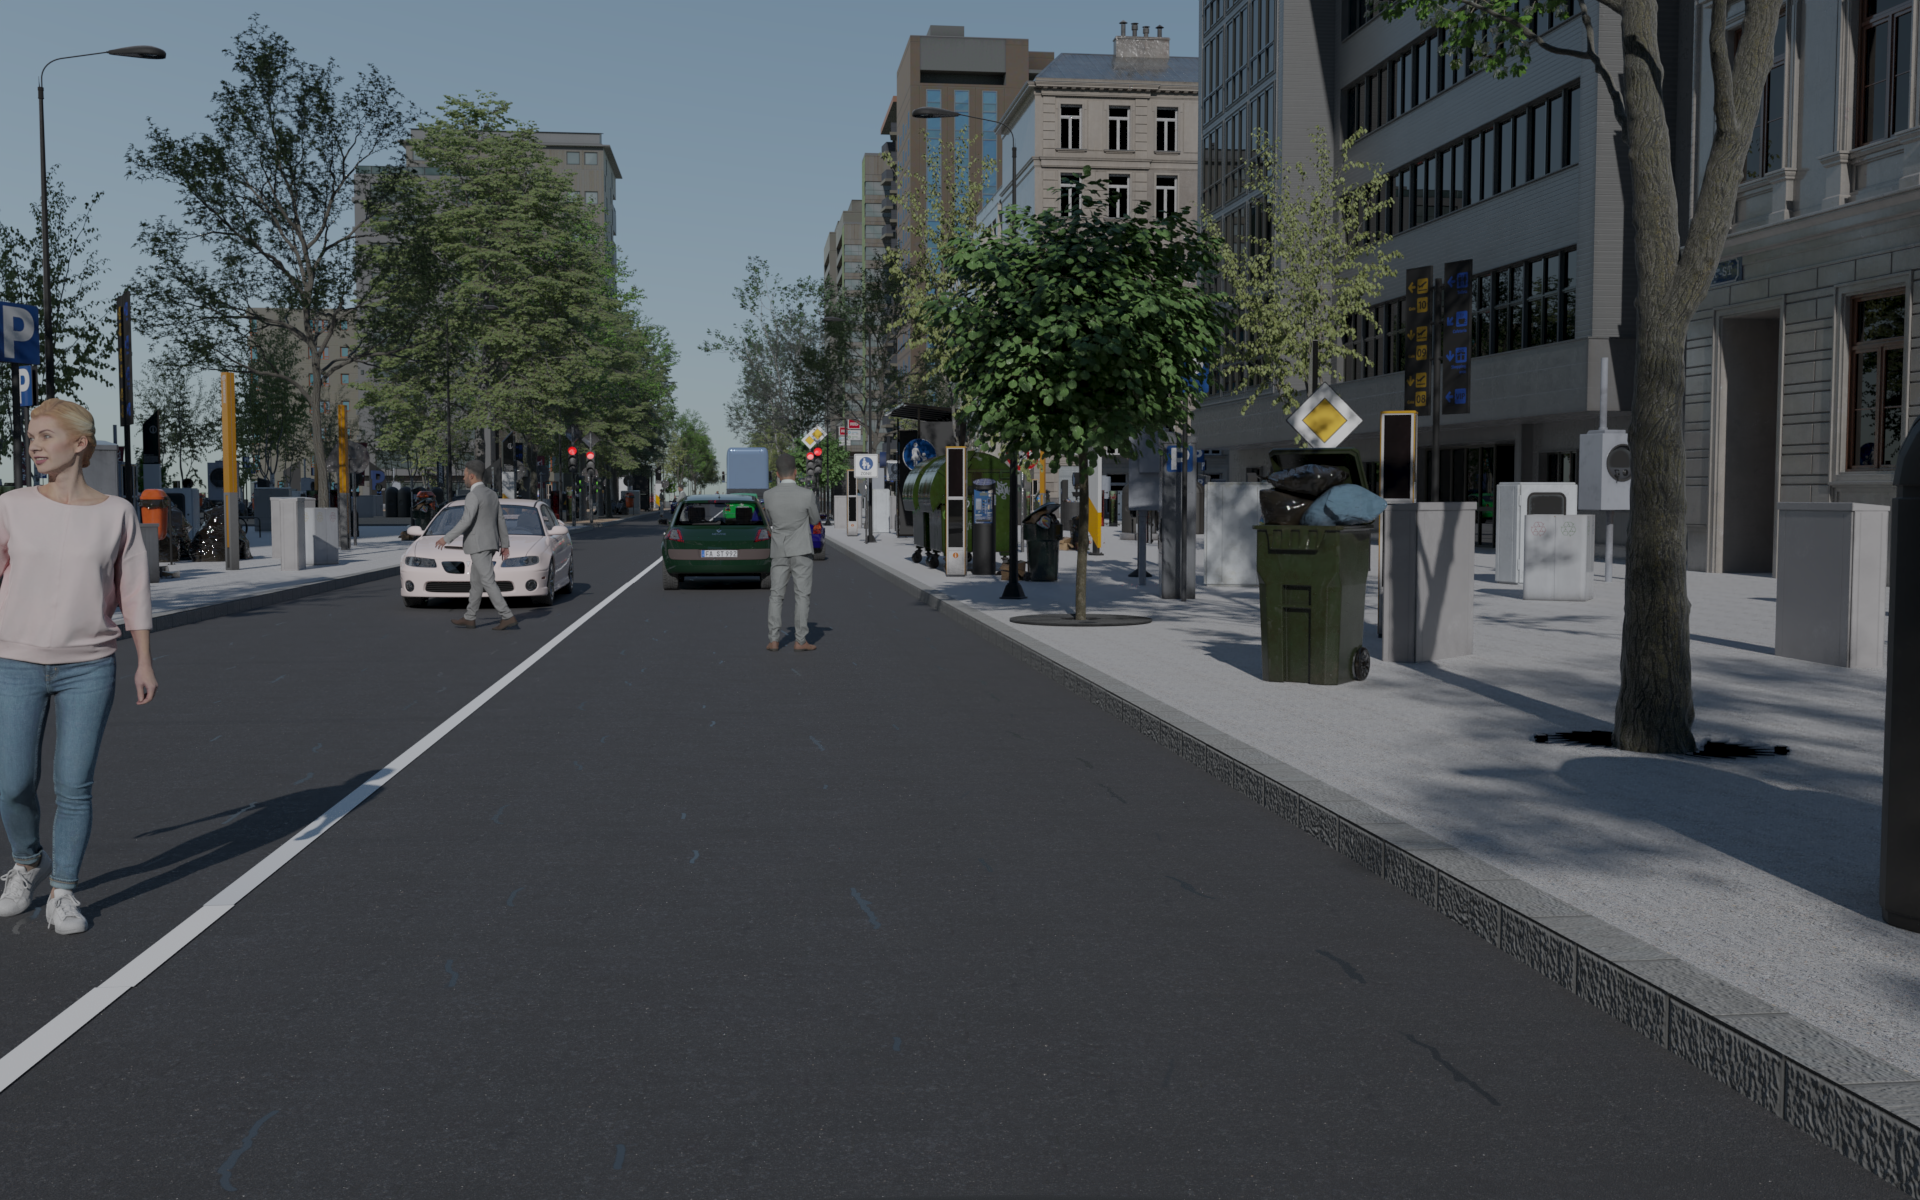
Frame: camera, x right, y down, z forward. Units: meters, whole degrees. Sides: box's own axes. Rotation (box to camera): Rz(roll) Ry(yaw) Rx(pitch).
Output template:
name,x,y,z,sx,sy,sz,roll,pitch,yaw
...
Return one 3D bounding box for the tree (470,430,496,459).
name,x,y,z,sx,sy,sz,roll,pitch,yaw
tree,-34.583,-10.338,119.393,4.360,8.622,3.978,0,3,0

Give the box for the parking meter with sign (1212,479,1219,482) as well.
name,x,y,z,sx,sy,sz,roll,pitch,yaw
parking meter with sign,9.340,-4.296,66.493,0.543,3.016,1.738,2,4,25

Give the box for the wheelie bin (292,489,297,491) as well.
name,x,y,z,sx,sy,sz,roll,pitch,yaw
wheelie bin,-40.175,-5.910,104.542,0.980,1.594,0.693,3,5,41

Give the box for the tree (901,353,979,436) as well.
name,x,y,z,sx,sy,sz,roll,pitch,yaw
tree,-1.042,-8.741,93.271,4.360,8.622,3.978,0,3,0

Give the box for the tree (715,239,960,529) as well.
name,x,y,z,sx,sy,sz,roll,pitch,yaw
tree,-3.125,-7.893,63.467,7.601,10.594,8.767,2,4,31

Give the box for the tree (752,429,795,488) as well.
name,x,y,z,sx,sy,sz,roll,pitch,yaw
tree,-17.220,-13.036,163.504,4.737,8.622,4.395,0,3,0

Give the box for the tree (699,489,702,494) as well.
name,x,y,z,sx,sy,sz,roll,pitch,yaw
tree,-44.808,-21.337,299.225,4.737,8.622,4.395,0,3,0

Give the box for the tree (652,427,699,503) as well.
name,x,y,z,sx,sy,sz,roll,pitch,yaw
tree,-32.059,-14.700,190.710,4.737,8.622,4.395,0,3,0

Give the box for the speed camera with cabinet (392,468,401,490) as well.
name,x,y,z,sx,sy,sz,roll,pitch,yaw
speed camera with cabinet,-42.648,-8.377,131.293,0.660,3.252,2.038,-1,4,-22

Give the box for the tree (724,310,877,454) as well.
name,x,y,z,sx,sy,sz,roll,pitch,yaw
tree,-10.527,-12.555,115.638,12.009,13.543,11.850,0,3,0

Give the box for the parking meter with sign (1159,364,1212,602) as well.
name,x,y,z,sx,sy,sz,roll,pitch,yaw
parking meter with sign,2.713,-1.538,21.405,0.543,3.016,1.738,0,4,3

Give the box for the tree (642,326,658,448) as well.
name,x,y,z,sx,sy,sz,roll,pitch,yaw
tree,-18.797,-10.154,84.147,7.486,12.596,7.792,0,3,0

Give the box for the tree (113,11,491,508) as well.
name,x,y,z,sx,sy,sz,roll,pitch,yaw
tree,-13.040,-6.120,34.468,7.601,10.594,8.767,-1,4,-20

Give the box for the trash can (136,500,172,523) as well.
name,x,y,z,sx,sy,sz,roll,pitch,yaw
trash can,-18.181,-1.680,39.118,0.748,1.137,0.748,0,3,0

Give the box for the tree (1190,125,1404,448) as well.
name,x,y,z,sx,sy,sz,roll,pitch,yaw
tree,6.684,-5.108,33.876,4.737,8.622,4.395,0,3,0

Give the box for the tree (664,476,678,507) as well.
name,x,y,z,sx,sy,sz,roll,pitch,yaw
tree,-28.055,-10.520,166.603,1.663,3.219,1.824,0,3,0

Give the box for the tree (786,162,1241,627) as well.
name,x,y,z,sx,sy,sz,roll,pitch,yaw
tree,1.152,-2.051,17.243,4.285,4.588,4.351,0,3,0

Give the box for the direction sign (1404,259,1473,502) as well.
name,x,y,z,sx,sy,sz,roll,pitch,yaw
direction sign,4.712,-1.538,17.151,0.379,3.537,0.876,-2,4,-29

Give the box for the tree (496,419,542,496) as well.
name,x,y,z,sx,sy,sz,roll,pitch,yaw
tree,-36.990,-11.937,145.531,4.360,8.622,3.978,0,3,0

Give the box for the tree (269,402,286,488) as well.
name,x,y,z,sx,sy,sz,roll,pitch,yaw
tree,-46.224,-10.353,119.641,4.360,8.622,3.978,0,3,0

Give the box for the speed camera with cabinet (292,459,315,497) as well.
name,x,y,z,sx,sy,sz,roll,pitch,yaw
speed camera with cabinet,-36.640,-6.251,96.547,0.660,3.252,2.038,0,4,5

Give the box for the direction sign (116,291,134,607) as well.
name,x,y,z,sx,sy,sz,roll,pitch,yaw
direction sign,-9.485,-1.697,19.738,0.379,3.537,0.876,-2,4,-33

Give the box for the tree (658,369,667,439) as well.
name,x,y,z,sx,sy,sz,roll,pitch,yaw
tree,-20.583,-11.174,100.818,7.486,12.596,7.792,0,3,0

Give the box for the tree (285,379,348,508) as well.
name,x,y,z,sx,sy,sz,roll,pitch,yaw
tree,-39.673,-9.724,109.357,4.360,8.622,3.978,0,3,0

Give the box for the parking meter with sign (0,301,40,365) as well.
name,x,y,z,sx,sy,sz,roll,pitch,yaw
parking meter with sign,-9.450,-1.211,16.057,1.738,3.016,0.543,1,4,11

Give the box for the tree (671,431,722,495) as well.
name,x,y,z,sx,sy,sz,roll,pitch,yaw
tree,-44.297,-22.821,290.122,9.611,12.733,9.660,0,3,0

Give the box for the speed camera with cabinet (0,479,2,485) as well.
name,x,y,z,sx,sy,sz,roll,pitch,yaw
speed camera with cabinet,-54.253,-6.316,97.603,0.660,3.252,2.038,-2,4,-33

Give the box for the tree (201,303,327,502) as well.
name,x,y,z,sx,sy,sz,roll,pitch,yaw
tree,-25.798,-6.999,64.791,4.737,8.622,4.395,0,3,0

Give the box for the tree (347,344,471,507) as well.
name,x,y,z,sx,sy,sz,roll,pitch,yaw
tree,-25.908,-8.028,81.613,4.360,8.622,3.978,0,3,0

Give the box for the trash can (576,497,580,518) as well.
name,x,y,z,sx,sy,sz,roll,pitch,yaw
trash can,-20.153,-4.865,91.200,0.748,1.137,0.748,0,3,0

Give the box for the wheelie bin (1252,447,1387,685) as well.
name,x,y,z,sx,sy,sz,roll,pitch,yaw
wheelie bin,2.435,-0.241,11.842,0.980,1.594,0.693,2,4,34

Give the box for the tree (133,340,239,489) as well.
name,x,y,z,sx,sy,sz,roll,pitch,yaw
tree,-37.417,-8.164,83.848,4.360,8.622,3.978,0,3,0

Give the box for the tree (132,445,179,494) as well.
name,x,y,z,sx,sy,sz,roll,pitch,yaw
tree,-27.618,-3.919,58.685,1.663,3.219,1.824,0,3,0

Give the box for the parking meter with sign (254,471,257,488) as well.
name,x,y,z,sx,sy,sz,roll,pitch,yaw
parking meter with sign,-41.264,-6.435,101.466,0.543,3.016,1.738,-3,5,-40

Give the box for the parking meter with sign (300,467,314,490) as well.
name,x,y,z,sx,sy,sz,roll,pitch,yaw
parking meter with sign,-42.870,-7.177,113.608,1.738,3.016,0.543,2,4,29

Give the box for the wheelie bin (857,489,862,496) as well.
name,x,y,z,sx,sy,sz,roll,pitch,yaw
wheelie bin,-6.832,-6.404,112.606,0.980,1.594,0.693,2,4,24

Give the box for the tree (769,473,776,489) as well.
name,x,y,z,sx,sy,sz,roll,pitch,yaw
tree,-6.707,-6.008,81.945,4.285,4.588,4.351,0,3,0

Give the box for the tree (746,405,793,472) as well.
name,x,y,z,sx,sy,sz,roll,pitch,yaw
tree,-23.483,-18.389,218.793,7.486,12.596,7.792,0,3,0

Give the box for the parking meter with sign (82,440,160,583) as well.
name,x,y,z,sx,sy,sz,roll,pitch,yaw
parking meter with sign,-12.216,-1.716,24.321,0.543,3.016,1.738,3,4,38

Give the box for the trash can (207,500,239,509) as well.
name,x,y,z,sx,sy,sz,roll,pitch,yaw
trash can,-18.066,-1.887,42.504,0.748,1.137,0.748,0,3,0

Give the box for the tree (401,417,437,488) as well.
name,x,y,z,sx,sy,sz,roll,pitch,yaw
tree,-44.599,-11.840,143.947,4.737,8.622,4.395,0,3,0

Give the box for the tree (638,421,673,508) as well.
name,x,y,z,sx,sy,sz,roll,pitch,yaw
tree,-28.555,-12.902,161.307,4.360,8.622,3.978,0,3,0

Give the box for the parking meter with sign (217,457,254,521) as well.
name,x,y,z,sx,sy,sz,roll,pitch,yaw
parking meter with sign,-34.396,-5.218,81.570,1.738,3.016,0.543,0,4,5

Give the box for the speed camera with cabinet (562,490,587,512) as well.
name,x,y,z,sx,sy,sz,roll,pitch,yaw
speed camera with cabinet,-27.521,-7.861,122.866,2.038,3.252,0.660,-2,4,-32

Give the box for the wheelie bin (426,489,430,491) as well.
name,x,y,z,sx,sy,sz,roll,pitch,yaw
wheelie bin,-35.414,-6.556,115.096,0.980,1.594,0.693,-3,5,-44

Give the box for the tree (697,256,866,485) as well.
name,x,y,z,sx,sy,sz,roll,pitch,yaw
tree,-14.082,-17.284,138.481,12.611,20.169,13.585,0,3,0

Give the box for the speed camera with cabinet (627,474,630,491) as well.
name,x,y,z,sx,sy,sz,roll,pitch,yaw
speed camera with cabinet,-25.311,-8.478,132.950,0.660,3.252,2.038,0,4,-2

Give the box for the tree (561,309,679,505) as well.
name,x,y,z,sx,sy,sz,roll,pitch,yaw
tree,-22.336,-12.546,111.782,9.857,13.997,8.962,0,3,0

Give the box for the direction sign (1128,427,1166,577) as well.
name,x,y,z,sx,sy,sz,roll,pitch,yaw
direction sign,2.795,-2.126,26.759,0.876,3.537,0.379,-2,4,-26

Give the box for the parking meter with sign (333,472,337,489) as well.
name,x,y,z,sx,sy,sz,roll,pitch,yaw
parking meter with sign,-40.921,-7.194,113.881,0.543,3.016,1.738,0,4,-4

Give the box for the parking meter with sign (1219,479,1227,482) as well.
name,x,y,z,sx,sy,sz,roll,pitch,yaw
parking meter with sign,13.173,-5.611,88.002,1.738,3.016,0.543,-1,4,-11

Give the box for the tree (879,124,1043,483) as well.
name,x,y,z,sx,sy,sz,roll,pitch,yaw
tree,0.184,-5.166,34.822,4.737,8.622,4.395,0,3,0

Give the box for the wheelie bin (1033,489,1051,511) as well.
name,x,y,z,sx,sy,sz,roll,pitch,yaw
wheelie bin,3.267,-3.735,68.983,0.693,1.594,0.980,0,4,-3

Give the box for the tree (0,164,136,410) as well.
name,x,y,z,sx,sy,sz,roll,pitch,yaw
tree,-20.946,-5.433,39.200,4.737,8.622,4.395,0,3,0

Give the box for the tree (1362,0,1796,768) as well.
name,x,y,z,sx,sy,sz,roll,pitch,yaw
tree,3.671,-5.058,8.449,9.928,11.665,9.643,0,3,0

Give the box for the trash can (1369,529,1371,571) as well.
name,x,y,z,sx,sy,sz,roll,pitch,yaw
trash can,6.235,-0.975,27.587,0.748,1.137,0.748,0,3,0

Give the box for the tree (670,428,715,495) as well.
name,x,y,z,sx,sy,sz,roll,pitch,yaw
tree,-38.098,-19.001,245.083,7.601,10.594,8.767,0,4,-8

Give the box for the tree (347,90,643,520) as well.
name,x,y,z,sx,sy,sz,roll,pitch,yaw
tree,-13.318,-8.024,49.320,7.486,12.596,7.792,0,3,0
